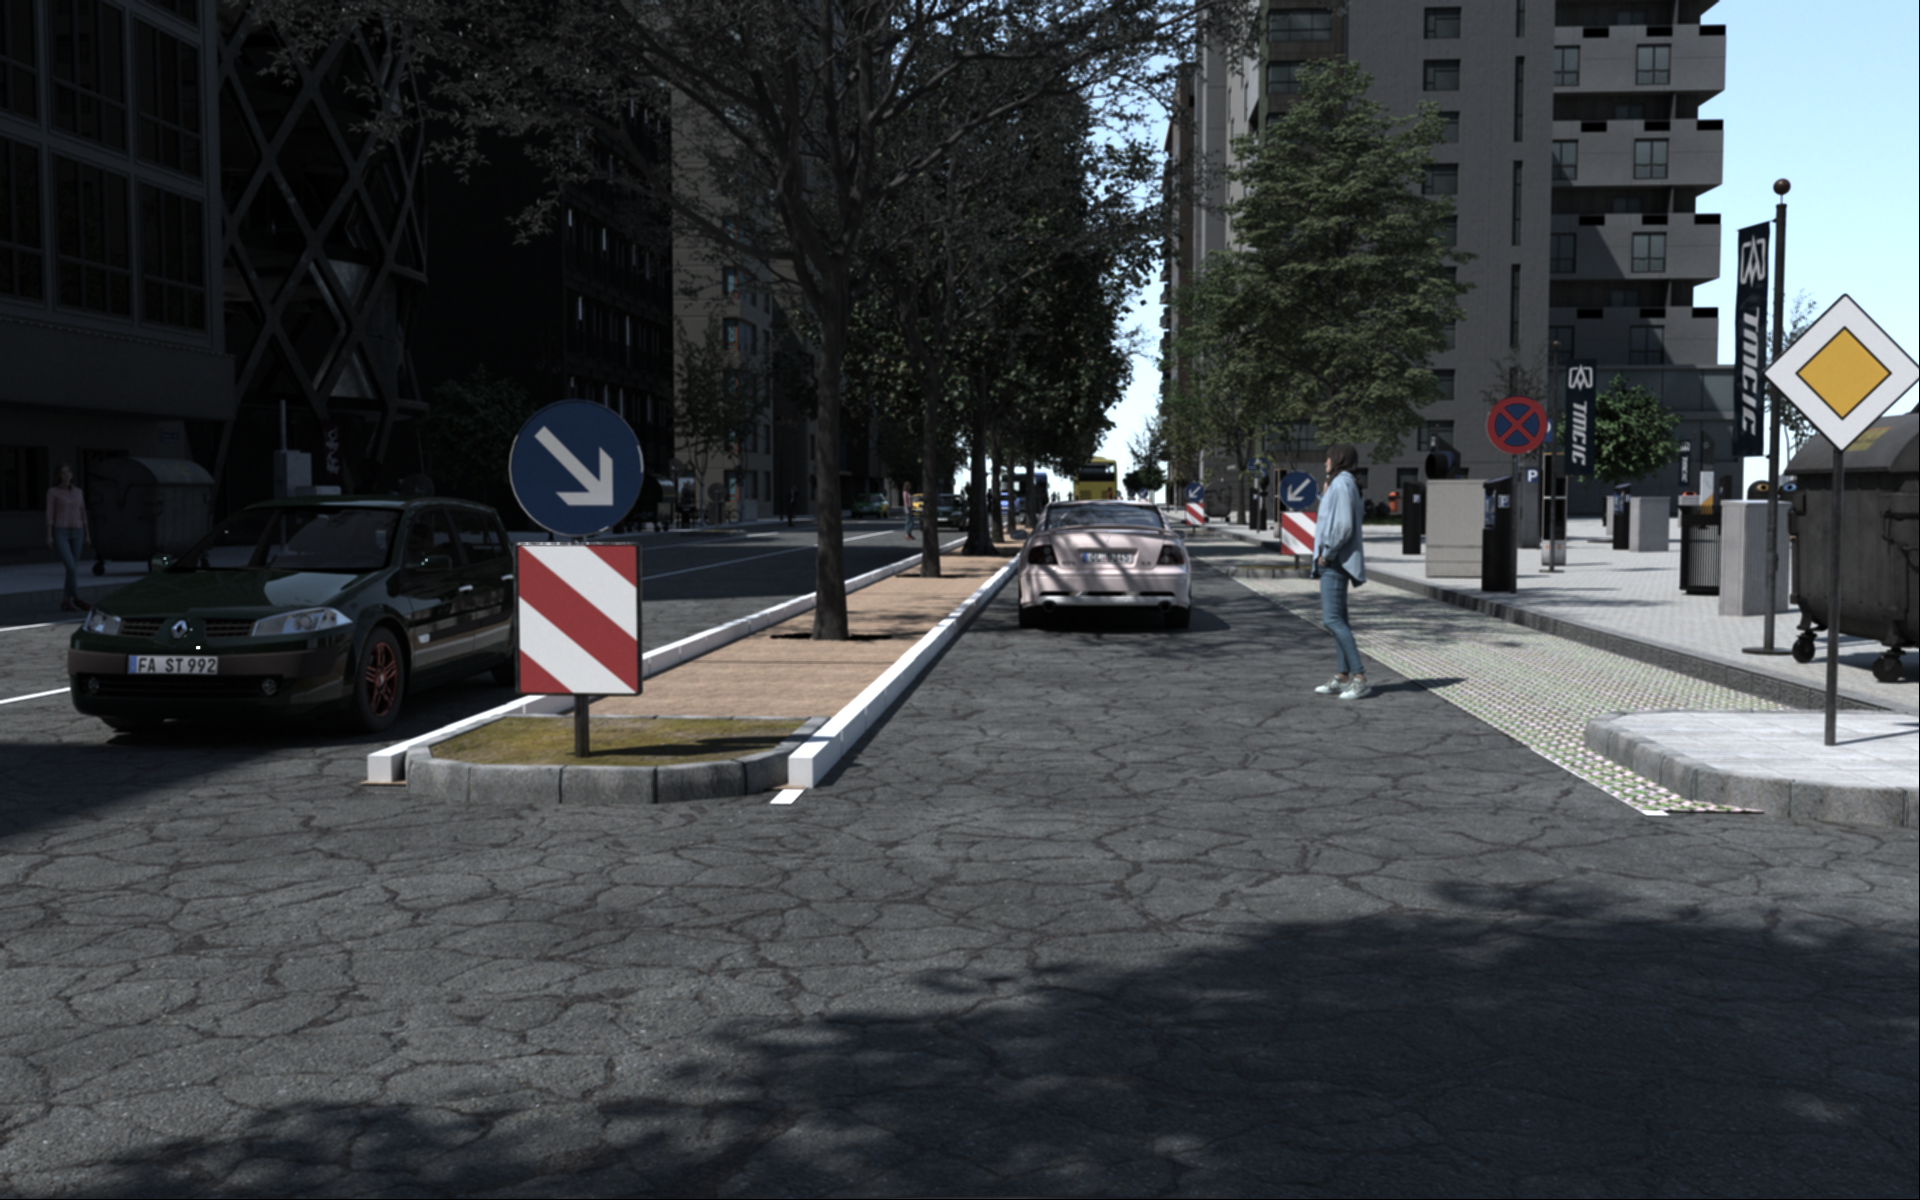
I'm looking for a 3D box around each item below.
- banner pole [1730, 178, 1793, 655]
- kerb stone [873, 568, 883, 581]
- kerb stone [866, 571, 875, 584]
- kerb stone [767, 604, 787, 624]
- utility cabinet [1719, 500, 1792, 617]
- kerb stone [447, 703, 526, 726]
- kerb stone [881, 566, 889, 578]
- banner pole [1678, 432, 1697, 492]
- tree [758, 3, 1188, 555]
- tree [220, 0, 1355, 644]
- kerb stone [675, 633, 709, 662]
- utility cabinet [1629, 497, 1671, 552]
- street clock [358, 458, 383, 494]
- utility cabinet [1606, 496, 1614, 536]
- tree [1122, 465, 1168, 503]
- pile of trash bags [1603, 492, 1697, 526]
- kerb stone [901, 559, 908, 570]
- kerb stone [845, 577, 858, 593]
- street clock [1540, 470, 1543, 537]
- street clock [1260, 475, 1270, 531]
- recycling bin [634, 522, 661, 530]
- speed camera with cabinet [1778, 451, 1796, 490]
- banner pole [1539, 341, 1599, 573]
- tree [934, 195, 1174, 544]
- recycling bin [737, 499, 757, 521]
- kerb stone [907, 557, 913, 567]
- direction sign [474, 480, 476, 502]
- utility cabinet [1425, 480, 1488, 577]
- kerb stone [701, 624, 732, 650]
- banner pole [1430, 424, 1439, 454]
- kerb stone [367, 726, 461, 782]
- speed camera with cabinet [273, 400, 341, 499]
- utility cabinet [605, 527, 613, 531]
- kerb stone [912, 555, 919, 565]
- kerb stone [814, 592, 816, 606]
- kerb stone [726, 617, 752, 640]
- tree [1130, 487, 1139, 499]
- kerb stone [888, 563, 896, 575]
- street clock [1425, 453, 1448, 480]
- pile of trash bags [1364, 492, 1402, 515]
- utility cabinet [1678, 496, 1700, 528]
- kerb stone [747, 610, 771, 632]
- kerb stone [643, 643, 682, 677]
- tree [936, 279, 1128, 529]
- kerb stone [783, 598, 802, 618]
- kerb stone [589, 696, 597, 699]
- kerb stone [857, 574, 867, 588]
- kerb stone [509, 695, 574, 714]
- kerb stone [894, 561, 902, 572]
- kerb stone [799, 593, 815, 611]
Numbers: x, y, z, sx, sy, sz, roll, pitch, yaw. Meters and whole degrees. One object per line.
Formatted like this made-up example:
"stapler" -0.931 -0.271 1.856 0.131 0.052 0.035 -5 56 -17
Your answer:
"banner pole" 6.501 -1.472 14.082 0.401 3.779 0.863 0 4 -5
"kerb stone" -1.427 -0.384 28.477 0.120 0.150 1.000 0 4 4
"kerb stone" -1.509 -0.321 27.441 0.120 0.150 1.000 0 4 4
"kerb stone" -2.094 0.182 19.270 0.120 0.150 1.000 0 4 4
"utility cabinet" 8.509 -0.450 18.514 1.020 1.237 0.306 -3 5 -40
"kerb stone" -2.762 0.747 10.080 0.120 0.150 1.000 0 4 4
"kerb stone" -1.361 -0.447 29.497 0.120 0.150 1.000 0 4 4
"banner pole" 29.311 -4.874 69.705 0.401 3.779 0.863 -3 5 -41
"tree" 0.439 -7.389 40.269 9.611 12.733 9.660 0 3 0
"tree" -1.295 -6.358 16.787 12.009 13.543 11.850 0 3 0
"kerb stone" -2.395 0.431 15.193 0.120 0.150 1.000 0 4 4
"utility cabinet" 15.307 -1.670 38.467 1.020 1.237 0.306 -2 4 -31
"street clock" -11.815 -1.845 34.735 0.471 2.002 0.358 -1 4 -18
"utility cabinet" 20.310 -2.573 53.234 0.306 1.237 1.020 -1 4 -16
"tree" 20.523 -13.098 197.871 4.285 4.588 4.351 0 3 0
"pile of trash bags" 27.114 -3.563 68.009 3.447 1.369 1.912 1 4 16
"kerb stone" -1.128 -0.627 32.555 0.120 0.150 1.000 0 4 4
"kerb stone" -1.656 -0.196 25.402 0.120 0.150 1.000 0 4 4
"street clock" 17.253 -2.862 51.357 0.358 2.002 0.471 -1 4 -17
"street clock" 10.658 -3.441 60.822 0.358 2.002 0.471 -1 4 -17
"recycling bin" -11.104 -2.994 61.504 0.722 1.027 0.722 3 5 39
"speed camera with cabinet" 38.523 -5.206 79.449 2.038 3.252 0.660 0 4 -4
"banner pole" 9.934 -2.339 28.255 0.863 3.779 0.401 2 4 25
"tree" 0.989 -7.457 50.139 9.928 11.665 9.643 0 3 0
"recycling bin" -10.048 -4.236 81.814 0.722 1.027 0.722 -2 4 -35
"kerb stone" -1.065 -0.695 33.577 0.120 0.150 1.000 0 4 4
"direction sign" -15.451 -3.862 55.142 0.876 3.537 0.379 1 4 9
"utility cabinet" 7.750 -1.092 26.535 1.173 1.500 0.318 1 4 12
"kerb stone" -2.323 0.366 16.212 0.120 0.150 1.000 0 4 4
"banner pole" 17.145 -4.440 62.616 0.401 3.779 0.863 0 4 -6
"kerb stone" -2.832 0.812 9.056 0.120 0.150 1.000 0 4 4
"speed camera with cabinet" -13.619 -2.556 36.122 0.660 3.252 2.038 -3 5 -44
"utility cabinet" -12.139 -3.000 60.217 0.306 1.237 1.020 2 4 26
"kerb stone" -0.985 -0.756 34.602 0.120 0.150 1.000 0 4 4
"kerb stone" -1.871 -0.005 22.340 0.120 0.150 1.000 0 4 4
"kerb stone" -2.254 0.305 17.232 0.120 0.150 1.000 0 4 4
"tree" 20.696 -12.688 202.043 1.663 3.219 1.824 0 3 0
"kerb stone" -1.292 -0.505 30.518 0.120 0.150 1.000 0 4 4
"street clock" 8.492 -1.610 30.901 0.358 2.002 0.471 -1 4 -10
"pile of trash bags" 18.681 -4.176 78.034 3.447 1.369 1.912 -3 4 -39
"utility cabinet" 27.908 -3.354 66.001 1.020 1.237 0.306 -1 4 -11
"kerb stone" -2.172 0.245 18.251 0.120 0.150 1.000 0 4 4
"kerb stone" -2.468 0.492 14.162 0.120 0.150 1.000 0 4 4
"tree" 2.973 -9.194 70.906 7.486 12.596 7.792 0 3 0
"kerb stone" -2.019 0.117 20.290 0.120 0.150 1.000 0 4 4
"kerb stone" -2.617 0.616 12.123 0.120 0.150 1.000 0 4 4
"kerb stone" -1.575 -0.258 26.420 0.120 0.150 1.000 0 4 4
"kerb stone" -2.684 0.679 11.101 0.120 0.150 1.000 0 4 4
"kerb stone" -1.207 -0.571 31.536 0.120 0.150 1.000 0 4 4
"kerb stone" -1.952 0.054 21.310 0.120 0.150 1.000 0 4 4
